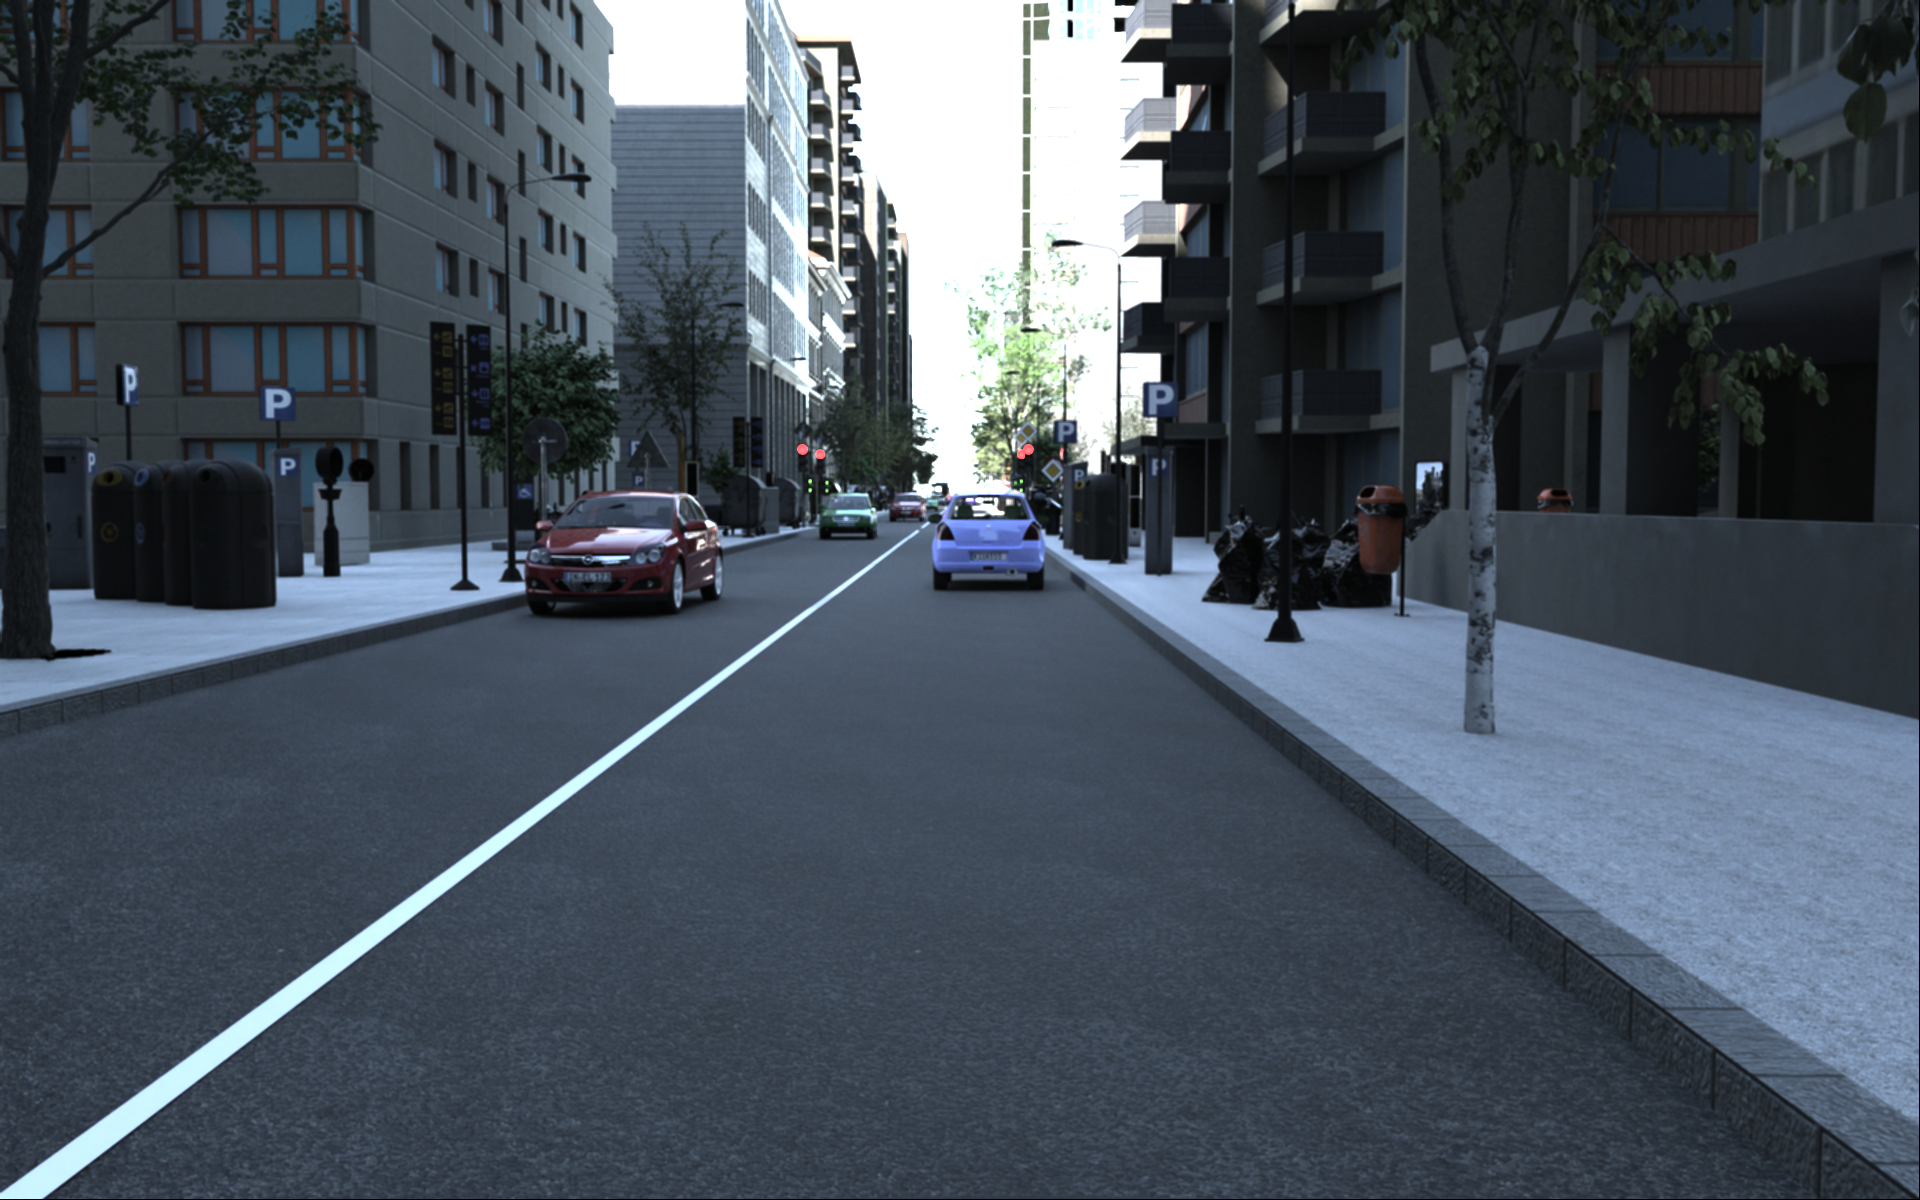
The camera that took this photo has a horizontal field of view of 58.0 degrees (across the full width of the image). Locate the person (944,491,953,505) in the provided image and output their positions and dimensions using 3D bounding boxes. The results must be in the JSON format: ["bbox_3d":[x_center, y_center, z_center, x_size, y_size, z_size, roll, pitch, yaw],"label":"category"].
[{"bbox_3d":[-1.048,-9.813,169.619,1.217,1.739,0.721,-2,4,-33],"label":"person"}]

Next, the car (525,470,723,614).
[{"bbox_3d":[-4.195,-0.794,22.022,2.155,1.783,4.494,0,4,2],"label":"car"}]

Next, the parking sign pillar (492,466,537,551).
[{"bbox_3d":[-10.018,-3.133,39.692,1.447,3.967,1.447,-1,4,-17],"label":"parking sign pillar"}]

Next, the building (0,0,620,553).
[{"bbox_3d":[-27.283,-12.584,50.785,28.899,21.520,27.650,0,4,0],"label":"building"}]

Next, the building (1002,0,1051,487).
[{"bbox_3d":[16.705,-49.768,251.961,20.563,71.187,20.611,0,4,0],"label":"building"}]

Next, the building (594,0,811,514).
[{"bbox_3d":[-14.770,-19.181,91.109,11.434,29.767,29.804,0,4,0],"label":"building"}]

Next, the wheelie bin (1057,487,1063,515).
[{"bbox_3d":[3.926,-4.096,74.874,0.980,1.594,0.693,0,4,-7],"label":"wheelie bin"}]

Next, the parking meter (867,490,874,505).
[{"bbox_3d":[-5.813,-6.398,113.014,0.372,1.533,0.369,0,3,0],"label":"parking meter"}]

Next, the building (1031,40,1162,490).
[{"bbox_3d":[13.553,-29.149,160.176,14.154,41.232,14.086,0,4,0],"label":"building"}]

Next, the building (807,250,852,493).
[{"bbox_3d":[-15.018,-18.394,136.900,11.583,22.565,21.152,0,4,0],"label":"building"}]

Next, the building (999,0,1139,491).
[{"bbox_3d":[18.020,-59.883,291.764,22.319,86.520,31.000,0,4,0],"label":"building"}]

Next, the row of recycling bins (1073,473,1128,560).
[{"bbox_3d":[2.893,-1.724,35.307,1.069,1.692,3.534,0,3,0],"label":"row of recycling bins"}]

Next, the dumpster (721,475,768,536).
[{"bbox_3d":[-6.648,-2.908,53.310,1.264,1.857,1.865,0,3,0],"label":"dumpster"}]

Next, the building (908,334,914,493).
[{"bbox_3d":[-15.330,-32.369,300.932,14.160,30.474,14.107,0,4,0],"label":"building"}]

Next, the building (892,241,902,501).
[{"bbox_3d":[-16.396,-35.983,271.920,14.154,41.232,14.086,0,4,0],"label":"building"}]

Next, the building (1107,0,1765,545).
[{"bbox_3d":[16.026,-24.052,47.869,22.147,44.769,28.867,0,4,0],"label":"building"}]

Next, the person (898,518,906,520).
[{"bbox_3d":[-3.166,-5.022,94.884,0.640,1.303,0.475,2,4,35],"label":"person"}]

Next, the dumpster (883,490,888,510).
[{"bbox_3d":[-6.255,-7.885,134.680,1.264,1.857,1.865,0,4,0],"label":"dumpster"}]

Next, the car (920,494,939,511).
[{"bbox_3d":[-2.712,-8.279,144.160,1.959,1.807,4.718,0,4,0],"label":"car"}]

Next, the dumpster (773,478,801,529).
[{"bbox_3d":[-6.550,-3.554,63.859,1.264,1.857,1.865,0,3,0],"label":"dumpster"}]

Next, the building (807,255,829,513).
[{"bbox_3d":[-14.806,-15.425,116.824,10.561,19.102,19.286,0,4,0],"label":"building"}]

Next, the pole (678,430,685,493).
[{"bbox_3d":[-8.854,-3.749,55.144,0.158,3.312,0.155,0,3,0],"label":"pole"}]

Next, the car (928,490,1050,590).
[{"bbox_3d":[0.454,-1.079,27.239,1.945,1.707,3.694,0,4,1],"label":"car"}]

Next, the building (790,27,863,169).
[{"bbox_3d":[-20.591,-31.121,163.446,22.147,44.769,28.867,0,4,0],"label":"building"}]

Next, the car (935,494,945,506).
[{"bbox_3d":[-2.714,-12.030,208.695,2.014,1.417,4.499,0,4,-1],"label":"car"}]

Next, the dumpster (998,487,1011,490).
[{"bbox_3d":[3.410,-7.765,132.722,1.264,1.857,1.865,0,4,0],"label":"dumpster"}]

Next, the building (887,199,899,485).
[{"bbox_3d":[-20.187,-36.409,249.908,22.147,44.769,28.867,0,4,0],"label":"building"}]

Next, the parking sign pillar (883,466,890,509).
[{"bbox_3d":[-6.181,-9.755,147.965,1.447,3.967,1.447,0,4,-1],"label":"parking sign pillar"}]

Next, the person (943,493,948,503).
[{"bbox_3d":[-1.854,-12.970,222.029,0.593,1.643,0.415,-3,5,-44],"label":"person"}]

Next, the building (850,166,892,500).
[{"bbox_3d":[-16.021,-32.179,209.728,14.154,41.232,14.086,0,4,0],"label":"building"}]

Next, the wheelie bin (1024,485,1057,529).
[{"bbox_3d":[2.904,-3.397,63.454,0.693,1.594,0.980,-2,4,-27],"label":"wheelie bin"}]

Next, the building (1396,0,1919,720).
[{"bbox_3d":[21.582,-19.678,13.619,32.217,40.220,23.993,0,4,0],"label":"building"}]

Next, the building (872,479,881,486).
[{"bbox_3d":[-25.149,-30.514,190.792,32.217,40.220,23.993,0,4,0],"label":"building"}]

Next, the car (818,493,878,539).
[{"bbox_3d":[-3.626,-2.915,56.452,1.959,1.807,4.718,0,4,-1],"label":"car"}]

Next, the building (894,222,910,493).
[{"bbox_3d":[-15.343,-38.887,285.907,14.600,45.320,14.200,0,4,0],"label":"building"}]

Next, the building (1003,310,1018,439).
[{"bbox_3d":[13.721,-30.537,270.980,14.160,30.474,14.107,0,4,0],"label":"building"}]

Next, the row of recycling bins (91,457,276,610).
[{"bbox_3d":[-9.205,-0.820,20.520,3.534,1.692,1.069,3,5,42],"label":"row of recycling bins"}]

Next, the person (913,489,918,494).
[{"bbox_3d":[-3.822,-8.521,147.794,0.580,1.828,0.573,2,4,28],"label":"person"}]

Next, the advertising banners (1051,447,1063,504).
[{"bbox_3d":[3.642,-4.202,64.888,0.090,3.025,2.074,-1,4,-8],"label":"advertising banners"}]

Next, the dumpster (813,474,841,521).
[{"bbox_3d":[-6.406,-4.837,81.583,1.502,2.255,1.985,0,4,0],"label":"dumpster"}]

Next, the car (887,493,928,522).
[{"bbox_3d":[-2.748,-5.023,91.174,2.155,1.783,4.494,0,4,1],"label":"car"}]
